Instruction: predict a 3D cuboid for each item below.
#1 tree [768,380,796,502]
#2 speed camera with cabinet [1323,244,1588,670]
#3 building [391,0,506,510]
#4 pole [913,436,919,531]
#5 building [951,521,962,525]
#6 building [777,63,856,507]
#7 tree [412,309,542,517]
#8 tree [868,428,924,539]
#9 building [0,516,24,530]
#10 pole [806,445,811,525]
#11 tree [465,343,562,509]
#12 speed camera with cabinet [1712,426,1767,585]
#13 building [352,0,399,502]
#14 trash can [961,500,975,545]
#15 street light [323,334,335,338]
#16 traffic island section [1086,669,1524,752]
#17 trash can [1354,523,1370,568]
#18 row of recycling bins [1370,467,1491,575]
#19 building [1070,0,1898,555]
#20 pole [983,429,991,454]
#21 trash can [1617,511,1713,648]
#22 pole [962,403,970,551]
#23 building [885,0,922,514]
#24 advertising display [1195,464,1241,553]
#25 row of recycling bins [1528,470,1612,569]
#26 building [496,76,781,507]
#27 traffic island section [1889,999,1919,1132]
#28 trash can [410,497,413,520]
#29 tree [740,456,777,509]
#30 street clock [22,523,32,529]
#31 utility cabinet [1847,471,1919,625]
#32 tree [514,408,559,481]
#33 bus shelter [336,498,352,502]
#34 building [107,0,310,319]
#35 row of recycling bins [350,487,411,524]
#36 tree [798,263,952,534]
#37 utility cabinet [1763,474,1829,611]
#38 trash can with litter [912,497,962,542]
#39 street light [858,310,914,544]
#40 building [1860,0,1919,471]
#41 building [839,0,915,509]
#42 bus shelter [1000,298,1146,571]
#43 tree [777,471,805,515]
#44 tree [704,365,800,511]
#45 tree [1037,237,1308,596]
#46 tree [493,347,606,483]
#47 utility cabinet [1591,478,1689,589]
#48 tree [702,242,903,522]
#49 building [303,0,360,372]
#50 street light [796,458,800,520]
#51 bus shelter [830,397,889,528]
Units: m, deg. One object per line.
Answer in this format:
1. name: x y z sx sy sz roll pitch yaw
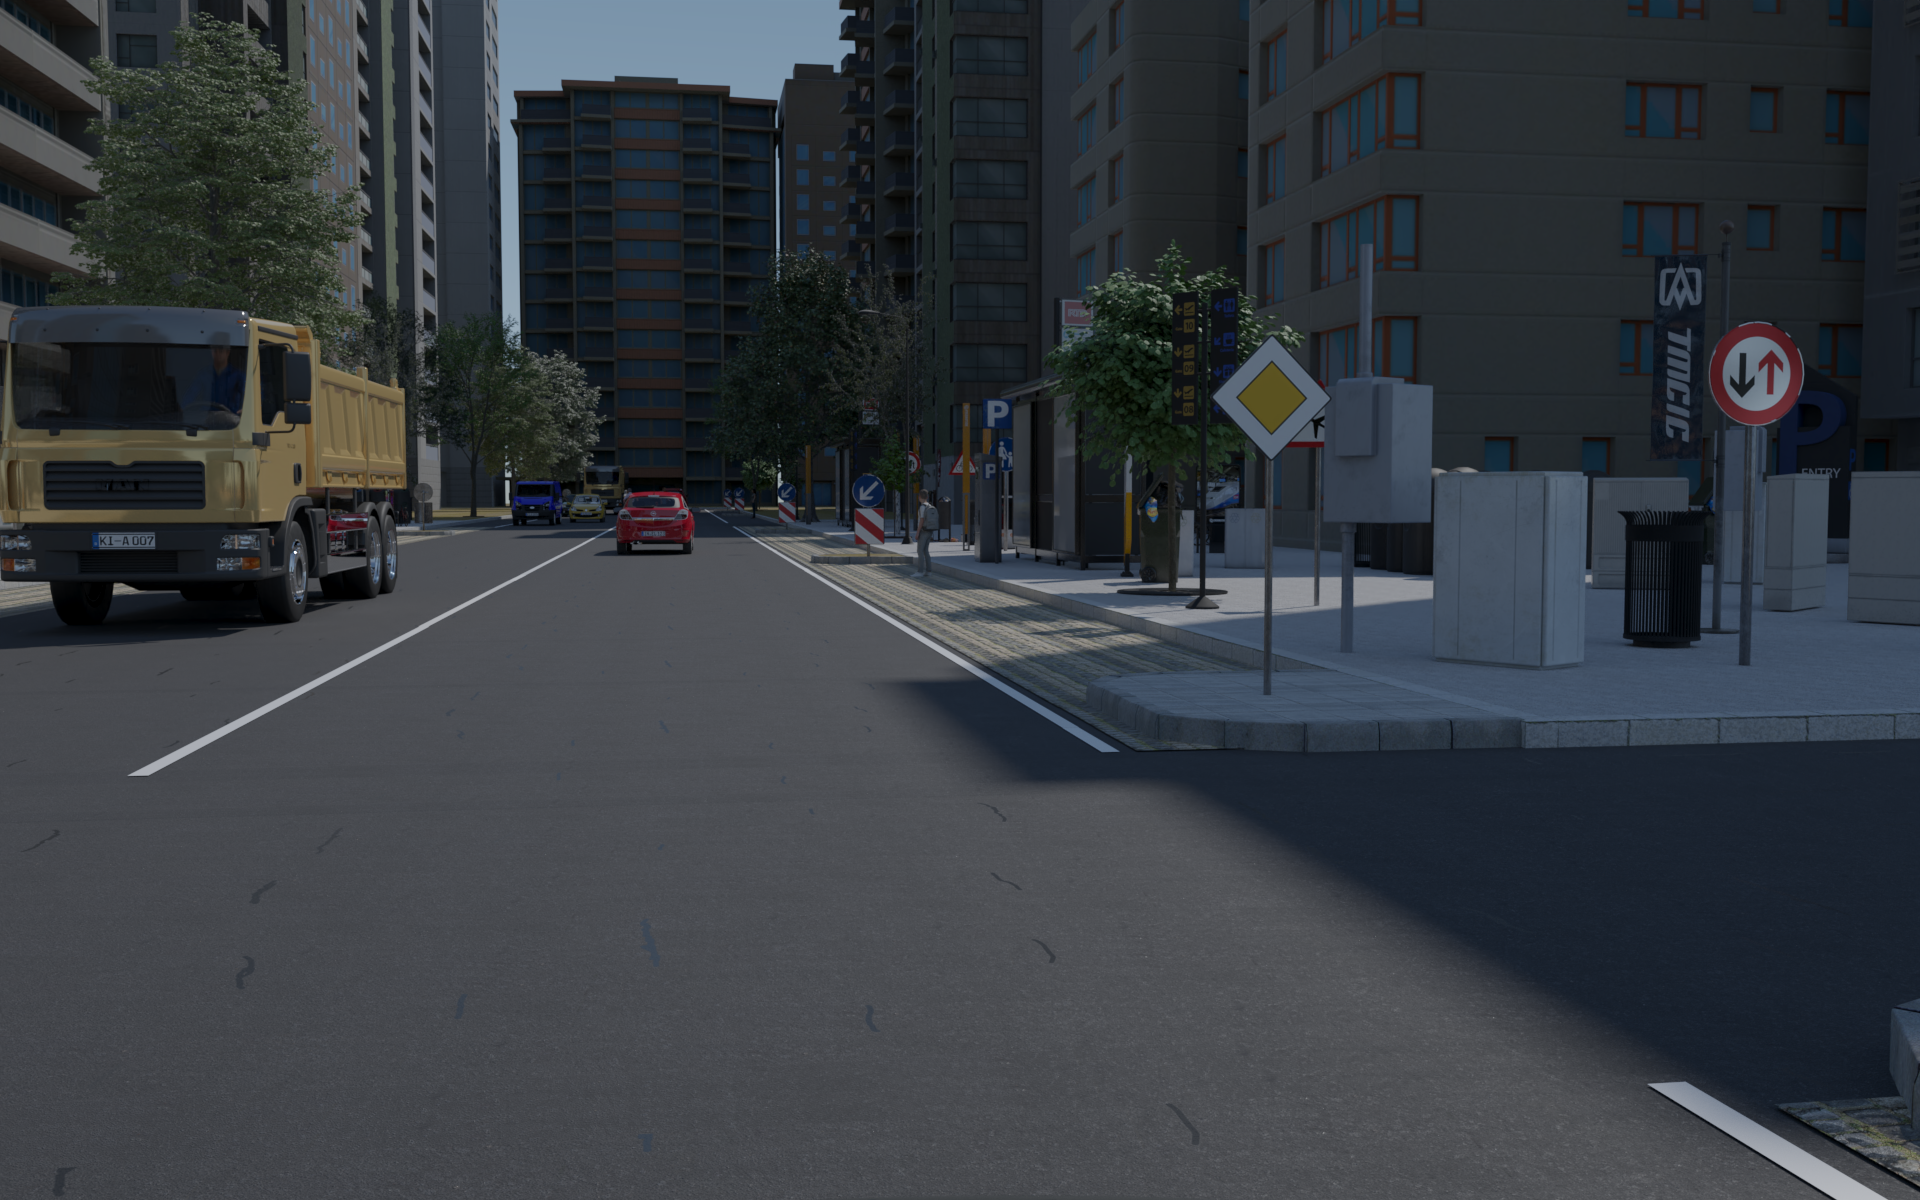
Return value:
1. tree: -10.456 -9.345 103.157 4.360 8.622 3.978 0 3 0
2. speed camera with cabinet: 3.802 -1.166 13.406 0.660 3.252 2.038 -3 5 -39
3. building: -62.101 -38.949 178.823 28.212 58.520 21.231 -1 4 -9
4. pole: -1.523 -4.067 60.338 0.158 3.312 0.155 0 3 0
5. building: 5.578 -18.810 79.242 14.160 30.474 14.107 -1 4 -9
6. building: -11.802 -32.693 184.635 14.200 45.320 14.600 -1 4 -9
7. tree: -27.311 -10.490 97.259 9.928 11.665 9.643 0 3 0
8. tree: -1.787 -3.411 50.365 1.663 3.219 1.824 0 3 0
9. building: -39.781 -26.103 50.481 21.300 48.544 21.600 -1 4 -9
10. pole: -6.353 -4.813 72.540 0.158 3.312 0.155 0 3 0
11. tree: -33.949 -12.946 129.790 7.486 12.596 7.792 0 3 0
12. speed camera with cabinet: 11.055 -1.838 24.389 0.660 3.252 2.038 2 4 32
13. building: -45.830 -26.400 115.236 14.154 41.232 14.086 -1 4 -9
14. trash can: 0.388 -1.952 43.576 0.748 1.137 0.748 0 3 0
15. street light: -18.795 -4.750 50.201 1.470 5.913 1.316 -1 4 -9
16. traffic island section: 1.982 0.685 11.080 2.009 0.180 2.903 -1 4 -9
17. trash can: 7.131 -1.148 30.420 0.748 1.137 0.748 0 3 0
18. row of recycling bins: 7.557 -1.283 28.084 1.069 1.692 3.534 0 4 -7
19. building: 20.034 -12.659 52.020 27.650 21.520 28.899 -1 4 -9
20. pole: 0.617 -2.809 39.776 0.158 3.312 0.155 0 3 0
21. trash can: 5.923 -0.180 14.590 0.748 1.137 0.748 0 3 0
22. pole: 0.140 -2.762 38.998 0.158 3.312 0.155 0 3 0
23. building: 6.266 -41.401 115.165 20.563 71.187 20.611 -1 4 -9
24. advertising display: 5.580 -1.973 37.469 0.974 1.923 0.123 0 4 7
25. row of recycling bins: 9.655 -1.421 30.339 3.534 1.692 1.069 2 4 25
26. building: -33.858 -32.421 184.707 28.867 44.769 22.147 -1 4 -9
27. traffic island section: 3.261 1.167 3.197 2.009 0.180 2.903 -1 4 -9
28. trash can: -25.821 -4.218 80.619 0.748 1.137 0.748 0 3 0
29. tree: -16.833 -9.852 144.789 4.285 4.588 4.351 0 3 0
30. street clock: -15.807 -1.518 29.391 0.471 2.002 0.358 0 4 -1
31. utility cabinet: 9.338 -0.502 16.894 0.318 1.500 1.173 -2 4 -35
32. tree: -35.464 -11.797 143.245 4.360 8.622 3.978 0 3 0
33. bus shelter: -23.271 -4.400 63.222 1.731 3.624 6.357 -1 4 -9
34. building: -41.452 -19.297 87.204 14.160 30.474 14.107 -1 4 -9
35. row of recycling bins: -25.438 -4.109 74.297 3.534 1.692 1.069 -1 4 -23
36. tree: -2.103 -6.376 54.618 4.360 8.622 3.978 0 3 0
37. utility cabinet: 9.276 -0.645 19.229 0.318 1.500 1.173 3 5 43
38. trash can with litter: -0.561 -2.179 46.677 1.678 1.210 2.233 -3 4 -36
39. street light: -1.878 -4.368 43.958 1.470 5.913 1.316 -1 4 -9
40. building: 26.916 -21.183 29.935 14.086 41.232 14.154 -1 4 -9
41. building: 1.816 -29.707 140.329 22.147 44.769 28.867 -1 4 -9
42. bus shelter: 2.122 -3.398 33.181 2.179 5.291 8.768 -1 4 -9
43. tree: -10.484 -6.982 108.765 1.663 3.219 1.824 0 3 0
44. tree: -15.512 -12.564 131.178 9.928 11.665 9.643 0 3 0
45. tree: 2.723 -2.367 22.415 4.285 4.588 4.351 0 3 0
46. tree: -36.069 -14.959 151.233 9.857 13.997 8.962 0 3 0
47. utility cabinet: 9.126 -0.892 23.267 1.173 1.500 0.318 1 4 17
48. tree: -7.015 -9.921 79.221 9.611 12.733 9.660 0 3 0
49. building: -43.827 -27.586 101.135 14.600 45.320 14.200 -1 4 -9
50. street light: -8.588 -6.902 85.384 1.470 5.913 1.316 -1 4 -9
51. bus shelter: -3.983 -5.600 69.189 2.179 5.291 8.768 -1 4 -9
